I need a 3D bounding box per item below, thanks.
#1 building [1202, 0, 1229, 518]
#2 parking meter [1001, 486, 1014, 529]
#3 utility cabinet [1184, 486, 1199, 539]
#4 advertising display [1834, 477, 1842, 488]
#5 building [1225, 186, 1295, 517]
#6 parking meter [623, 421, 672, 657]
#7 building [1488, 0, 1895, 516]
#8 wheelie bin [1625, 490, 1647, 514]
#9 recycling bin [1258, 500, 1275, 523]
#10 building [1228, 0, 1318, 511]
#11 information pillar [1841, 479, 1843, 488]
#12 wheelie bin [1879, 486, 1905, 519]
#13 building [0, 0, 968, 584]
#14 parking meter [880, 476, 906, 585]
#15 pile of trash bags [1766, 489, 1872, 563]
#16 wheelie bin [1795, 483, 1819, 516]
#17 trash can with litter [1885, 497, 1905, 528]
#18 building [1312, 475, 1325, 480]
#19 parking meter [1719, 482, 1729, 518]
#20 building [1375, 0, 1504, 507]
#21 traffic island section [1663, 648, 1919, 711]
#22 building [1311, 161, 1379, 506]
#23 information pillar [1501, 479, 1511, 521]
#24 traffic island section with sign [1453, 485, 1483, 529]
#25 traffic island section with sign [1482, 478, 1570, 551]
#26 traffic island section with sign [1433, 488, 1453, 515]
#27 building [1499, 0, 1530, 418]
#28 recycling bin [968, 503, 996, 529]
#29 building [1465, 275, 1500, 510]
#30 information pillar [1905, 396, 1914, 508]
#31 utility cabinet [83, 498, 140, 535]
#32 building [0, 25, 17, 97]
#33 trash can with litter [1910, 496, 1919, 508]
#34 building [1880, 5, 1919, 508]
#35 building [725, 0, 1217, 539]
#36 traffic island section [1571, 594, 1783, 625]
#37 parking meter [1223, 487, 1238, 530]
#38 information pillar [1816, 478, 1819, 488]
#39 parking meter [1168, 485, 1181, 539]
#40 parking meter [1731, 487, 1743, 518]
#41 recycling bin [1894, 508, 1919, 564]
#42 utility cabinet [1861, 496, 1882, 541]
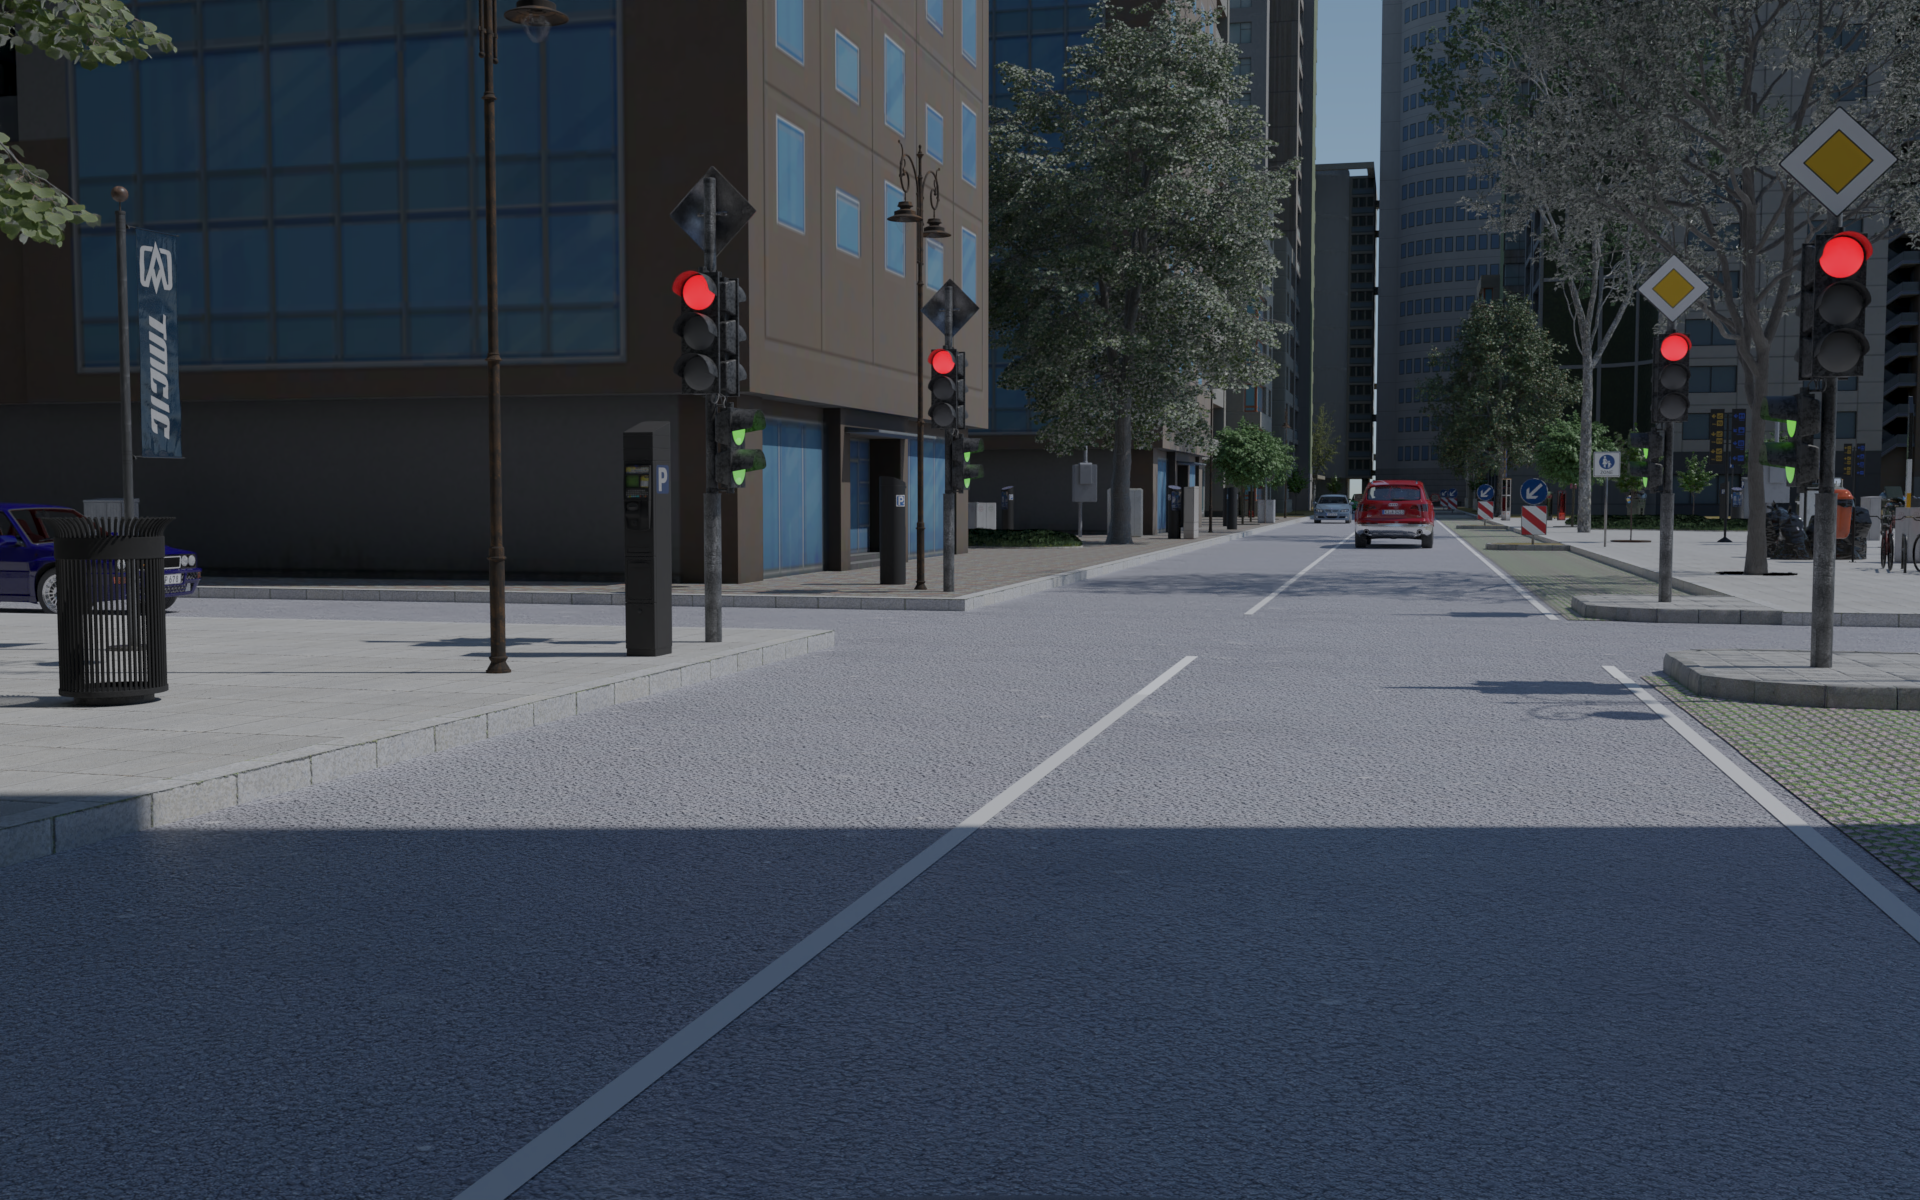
[{"bbox_3d":[1.759,-28.342,87.101,21.300,48.544,21.600,1,4,14],"label":"building"},{"bbox_3d":[1.453,-2.728,53.015,0.372,1.533,0.369,0,3,0],"label":"parking meter"},{"bbox_3d":[6.620,-2.507,49.664,0.318,1.500,1.173,1,4,14],"label":"utility cabinet"},{"bbox_3d":[33.812,-3.784,67.077,0.974,1.923,0.123,-2,4,-35],"label":"advertising display"},{"bbox_3d":[7.080,-16.473,114.377,27.650,21.520,28.899,1,4,14],"label":"building"},{"bbox_3d":[-2.480,-0.492,13.756,0.255,1.863,0.399,1,4,15],"label":"parking meter"},{"bbox_3d":[44.851,-40.999,108.588,20.563,71.187,20.611,1,4,14],"label":"building"},{"bbox_3d":[29.957,-4.207,76.692,0.980,1.594,0.693,-3,4,-36],"label":"wheelie bin"},{"bbox_3d":[13.441,-3.879,75.970,0.722,1.027,0.722,1,4,14],"label":"recycling bin"},{"bbox_3d":[19.693,-27.469,132.718,14.154,41.232,14.086,1,4,14],"label":"building"},{"bbox_3d":[43.653,-4.995,86.152,0.304,2.012,0.304,-1,4,-21],"label":"information pillar"},{"bbox_3d":[38.655,-3.913,71.891,0.980,1.594,0.693,1,4,9],"label":"wheelie bin"},{"bbox_3d":[-7.835,-23.319,31.385,14.600,45.320,14.200,1,4,14],"label":"building"},{"bbox_3d":[-0.955,-0.990,24.590,0.372,1.533,0.369,0,3,0],"label":"parking meter"},{"bbox_3d":[16.808,-1.476,33.884,1.912,1.369,3.447,1,4,12],"label":"pile of trash bags"},{"bbox_3d":[25.176,-2.651,51.245,0.693,1.594,0.980,0,4,-6],"label":"wheelie bin"},{"bbox_3d":[35.379,-3.294,65.239,1.055,1.170,0.624,-2,4,-35],"label":"trash can with litter"},{"bbox_3d":[19.064,-31.001,161.496,28.867,44.769,22.147,1,4,14],"label":"building"},{"bbox_3d":[35.971,-4.640,81.568,0.399,1.863,0.255,2,4,35],"label":"parking meter"},{"bbox_3d":[58.505,-39.148,182.063,28.212,58.520,21.231,1,4,14],"label":"building"},{"bbox_3d":[6.405,0.578,12.839,2.009,0.180,2.903,1,4,14],"label":"traffic island section"},{"bbox_3d":[34.702,-30.763,194.854,23.993,40.220,32.217,1,4,14],"label":"building"},{"bbox_3d":[26.367,-4.839,83.616,0.304,2.012,0.304,-2,4,-29],"label":"information pillar"},{"bbox_3d":[21.341,-3.804,70.830,1.989,1.847,2.006,1,4,14],"label":"traffic island section with sign"},{"bbox_3d":[14.540,-2.188,44.396,1.989,1.847,2.006,1,4,14],"label":"traffic island section with sign"},{"bbox_3d":[33.904,-6.792,119.672,1.989,1.847,2.006,1,4,14],"label":"traffic island section with sign"},{"bbox_3d":[47.072,-27.150,127.505,14.154,41.232,14.086,1,4,14],"label":"building"},{"bbox_3d":[0.566,-2.301,50.182,0.722,1.027,0.722,-2,4,-31],"label":"recycling bin"},{"bbox_3d":[58.035,-18.496,147.445,27.650,21.520,28.899,1,4,14],"label":"building"},{"bbox_3d":[22.712,-3.064,41.454,0.183,3.616,0.504,2,4,25],"label":"information pillar"},{"bbox_3d":[-12.483,-0.876,25.485,1.020,1.237,0.306,2,4,35],"label":"utility cabinet"},{"bbox_3d":[-21.461,-16.074,34.515,14.107,30.474,14.160,1,4,14],"label":"building"},{"bbox_3d":[46.502,-4.522,84.990,2.233,1.210,1.678,3,5,41],"label":"trash can with litter"},{"bbox_3d":[83.275,-30.467,148.251,14.200,45.320,14.600,1,4,14],"label":"building"},{"bbox_3d":[1.319,-25.108,60.622,14.600,45.320,14.200,1,4,14],"label":"building"},{"bbox_3d":[8.394,0.104,20.573,2.009,0.180,2.903,1,4,14],"label":"traffic island section"},{"bbox_3d":[9.813,-3.305,62.450,0.372,1.533,0.369,0,3,0],"label":"parking meter"},{"bbox_3d":[38.792,-4.502,78.094,0.304,2.012,0.304,0,4,1],"label":"information pillar"},{"bbox_3d":[6.126,-2.510,49.448,0.372,1.533,0.369,0,3,0],"label":"parking meter"},{"bbox_3d":[28.696,-3.400,64.001,0.372,1.533,0.369,0,3,0],"label":"parking meter"},{"bbox_3d":[17.980,-1.207,32.287,0.722,1.027,0.722,-1,4,-15],"label":"recycling bin"},{"bbox_3d":[25.266,-2.258,48.086,0.306,1.237,1.020,1,4,14],"label":"utility cabinet"}]
